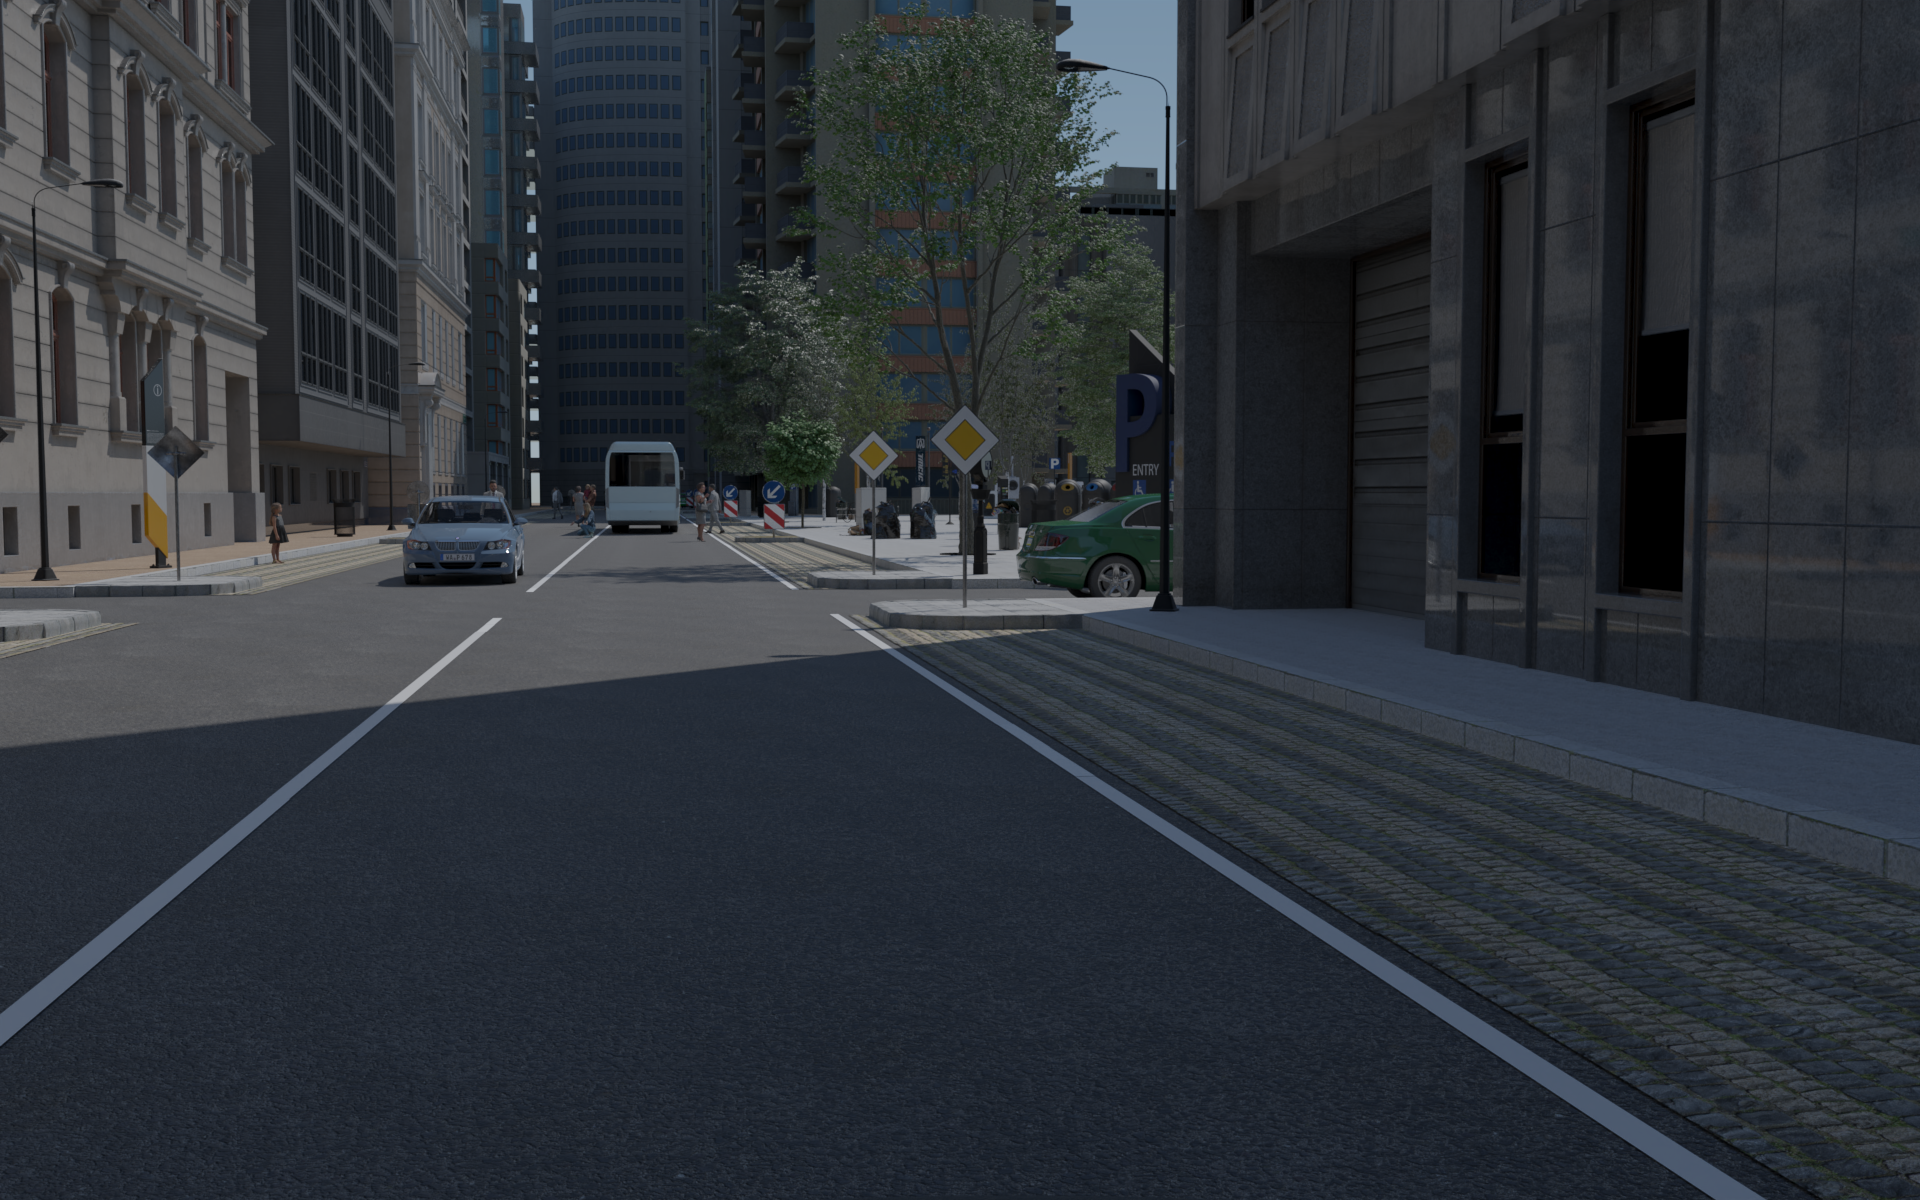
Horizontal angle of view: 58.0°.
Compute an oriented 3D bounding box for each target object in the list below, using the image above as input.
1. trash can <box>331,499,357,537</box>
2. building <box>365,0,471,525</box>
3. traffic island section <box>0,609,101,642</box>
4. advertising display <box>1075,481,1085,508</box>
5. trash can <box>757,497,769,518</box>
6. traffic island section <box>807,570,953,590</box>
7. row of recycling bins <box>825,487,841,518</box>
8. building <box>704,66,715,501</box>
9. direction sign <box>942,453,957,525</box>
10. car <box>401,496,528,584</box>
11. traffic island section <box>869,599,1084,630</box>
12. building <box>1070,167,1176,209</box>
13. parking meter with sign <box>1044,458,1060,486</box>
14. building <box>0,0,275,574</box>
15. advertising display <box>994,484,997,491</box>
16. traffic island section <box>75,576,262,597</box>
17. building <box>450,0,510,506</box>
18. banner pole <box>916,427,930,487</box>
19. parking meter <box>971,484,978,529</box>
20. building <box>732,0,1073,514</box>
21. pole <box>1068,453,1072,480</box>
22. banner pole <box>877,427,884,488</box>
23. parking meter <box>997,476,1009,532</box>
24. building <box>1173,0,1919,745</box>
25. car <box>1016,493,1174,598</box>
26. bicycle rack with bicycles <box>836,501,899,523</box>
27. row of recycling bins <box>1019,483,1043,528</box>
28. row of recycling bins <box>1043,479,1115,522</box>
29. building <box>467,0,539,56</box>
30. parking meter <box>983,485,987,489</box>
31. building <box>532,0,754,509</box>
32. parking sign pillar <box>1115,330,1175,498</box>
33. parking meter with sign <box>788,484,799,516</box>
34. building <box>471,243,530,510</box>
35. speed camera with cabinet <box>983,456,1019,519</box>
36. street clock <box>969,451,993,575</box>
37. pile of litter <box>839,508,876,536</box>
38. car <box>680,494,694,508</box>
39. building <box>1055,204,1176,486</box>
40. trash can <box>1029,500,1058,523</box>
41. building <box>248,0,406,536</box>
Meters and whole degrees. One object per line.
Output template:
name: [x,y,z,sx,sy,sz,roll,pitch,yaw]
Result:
trash can: [-18.477,-2.467,51.988,0.748,1.137,0.748,0,3,0]
building: [-30.240,-17.973,79.758,13.634,28.700,20.117,-1,4,-10]
traffic island section: [-10.154,0.277,17.750,2.009,0.180,2.903,-1,4,-10]
advertising display: [5.573,-4.838,84.312,0.974,1.923,0.123,1,4,14]
trash can: [-10.686,-5.040,94.052,0.748,1.137,0.748,0,3,0]
traffic island section: [-1.343,-0.316,27.442,2.009,0.180,2.903,-1,4,-10]
row of recycling bins: [-7.144,-5.459,96.363,1.069,1.692,3.534,0,4,-5]
building: [-17.960,-29.781,170.513,14.154,41.232,14.086,-1,4,-10]
direction sign: [-0.425,-4.940,72.769,0.379,3.537,0.876,3,5,45]
car: [-8.279,-1.046,29.111,2.014,1.417,4.499,-1,4,-12]
traffic island section: [0.074,0.165,19.583,2.009,0.180,2.903,-1,4,-10]
building: [20.806,-31.596,208.481,23.993,40.220,32.217,-1,4,-10]
parking meter with sign: [4.415,-5.390,84.384,0.543,3.016,1.738,-1,4,-10]
building: [-23.067,-15.102,34.306,14.401,28.519,23.554,-1,4,-10]
advertising display: [2.156,-5.426,93.927,0.123,1.923,0.974,-2,4,-31]
traffic island section: [-11.571,-0.204,25.609,2.009,0.180,2.903,-1,4,-10]
building: [-38.988,-40.843,106.033,20.563,71.187,20.611,-1,4,-10]
banner pole: [-1.357,-4.599,65.214,0.863,3.779,0.401,3,4,37]
parking meter: [0.336,-2.134,43.295,0.372,1.533,0.369,0,3,0]
building: [-4.565,-28.588,122.039,22.147,44.769,28.867,-1,4,-10]
pole: [5.438,-5.620,85.726,0.158,3.312,0.155,0,3,0]
banner pole: [-3.007,-4.603,65.276,0.401,3.779,0.863,-1,4,-19]
parking meter: [1.373,-3.035,55.340,0.255,1.863,0.399,-1,4,-20]
building: [10.142,-11.782,10.656,12.078,24.808,19.932,-1,4,-10]
car: [3.211,-0.692,23.117,4.920,1.459,2.131,-1,4,-8]
bicycle rack with bicycles: [-4.116,-3.939,77.777,2.852,0.926,2.925,2,4,34]
row of recycling bins: [3.800,-3.583,65.687,3.534,1.692,1.069,2,4,30]
row of recycling bins: [4.128,-2.474,47.558,3.534,1.692,1.069,2,4,35]
building: [-54.257,-32.974,158.740,30.456,49.044,23.786,-1,4,-10]
parking meter: [1.338,-5.473,95.194,0.399,1.863,0.255,0,4,-5]
building: [-32.694,-39.838,193.344,28.212,58.520,21.231,-1,4,-10]
parking sign pillar: [3.051,-2.411,27.887,1.447,3.967,1.447,-2,4,-31]
parking meter with sign: [-9.766,-6.449,101.696,0.543,3.016,1.738,0,4,4]
building: [-47.966,-17.515,131.402,27.650,21.520,28.899,-1,4,-10]
speed camera with cabinet: [2.042,-5.858,90.107,2.038,3.252,0.660,0,4,-4]
street clock: [0.328,-1.409,27.605,0.358,2.002,0.471,2,4,24]
pile of litter: [-2.965,-2.429,53.675,1.719,0.858,1.176,-1,4,-19]
car: [-26.166,-9.504,164.183,1.959,1.807,4.718,-1,4,-10]
building: [15.693,-24.762,176.554,14.107,30.474,14.160,-1,4,-10]
trash can: [2.084,-1.934,43.281,0.748,1.137,0.748,0,3,0]
building: [-27.645,-16.169,57.874,14.314,27.812,24.014,-1,4,-10]
